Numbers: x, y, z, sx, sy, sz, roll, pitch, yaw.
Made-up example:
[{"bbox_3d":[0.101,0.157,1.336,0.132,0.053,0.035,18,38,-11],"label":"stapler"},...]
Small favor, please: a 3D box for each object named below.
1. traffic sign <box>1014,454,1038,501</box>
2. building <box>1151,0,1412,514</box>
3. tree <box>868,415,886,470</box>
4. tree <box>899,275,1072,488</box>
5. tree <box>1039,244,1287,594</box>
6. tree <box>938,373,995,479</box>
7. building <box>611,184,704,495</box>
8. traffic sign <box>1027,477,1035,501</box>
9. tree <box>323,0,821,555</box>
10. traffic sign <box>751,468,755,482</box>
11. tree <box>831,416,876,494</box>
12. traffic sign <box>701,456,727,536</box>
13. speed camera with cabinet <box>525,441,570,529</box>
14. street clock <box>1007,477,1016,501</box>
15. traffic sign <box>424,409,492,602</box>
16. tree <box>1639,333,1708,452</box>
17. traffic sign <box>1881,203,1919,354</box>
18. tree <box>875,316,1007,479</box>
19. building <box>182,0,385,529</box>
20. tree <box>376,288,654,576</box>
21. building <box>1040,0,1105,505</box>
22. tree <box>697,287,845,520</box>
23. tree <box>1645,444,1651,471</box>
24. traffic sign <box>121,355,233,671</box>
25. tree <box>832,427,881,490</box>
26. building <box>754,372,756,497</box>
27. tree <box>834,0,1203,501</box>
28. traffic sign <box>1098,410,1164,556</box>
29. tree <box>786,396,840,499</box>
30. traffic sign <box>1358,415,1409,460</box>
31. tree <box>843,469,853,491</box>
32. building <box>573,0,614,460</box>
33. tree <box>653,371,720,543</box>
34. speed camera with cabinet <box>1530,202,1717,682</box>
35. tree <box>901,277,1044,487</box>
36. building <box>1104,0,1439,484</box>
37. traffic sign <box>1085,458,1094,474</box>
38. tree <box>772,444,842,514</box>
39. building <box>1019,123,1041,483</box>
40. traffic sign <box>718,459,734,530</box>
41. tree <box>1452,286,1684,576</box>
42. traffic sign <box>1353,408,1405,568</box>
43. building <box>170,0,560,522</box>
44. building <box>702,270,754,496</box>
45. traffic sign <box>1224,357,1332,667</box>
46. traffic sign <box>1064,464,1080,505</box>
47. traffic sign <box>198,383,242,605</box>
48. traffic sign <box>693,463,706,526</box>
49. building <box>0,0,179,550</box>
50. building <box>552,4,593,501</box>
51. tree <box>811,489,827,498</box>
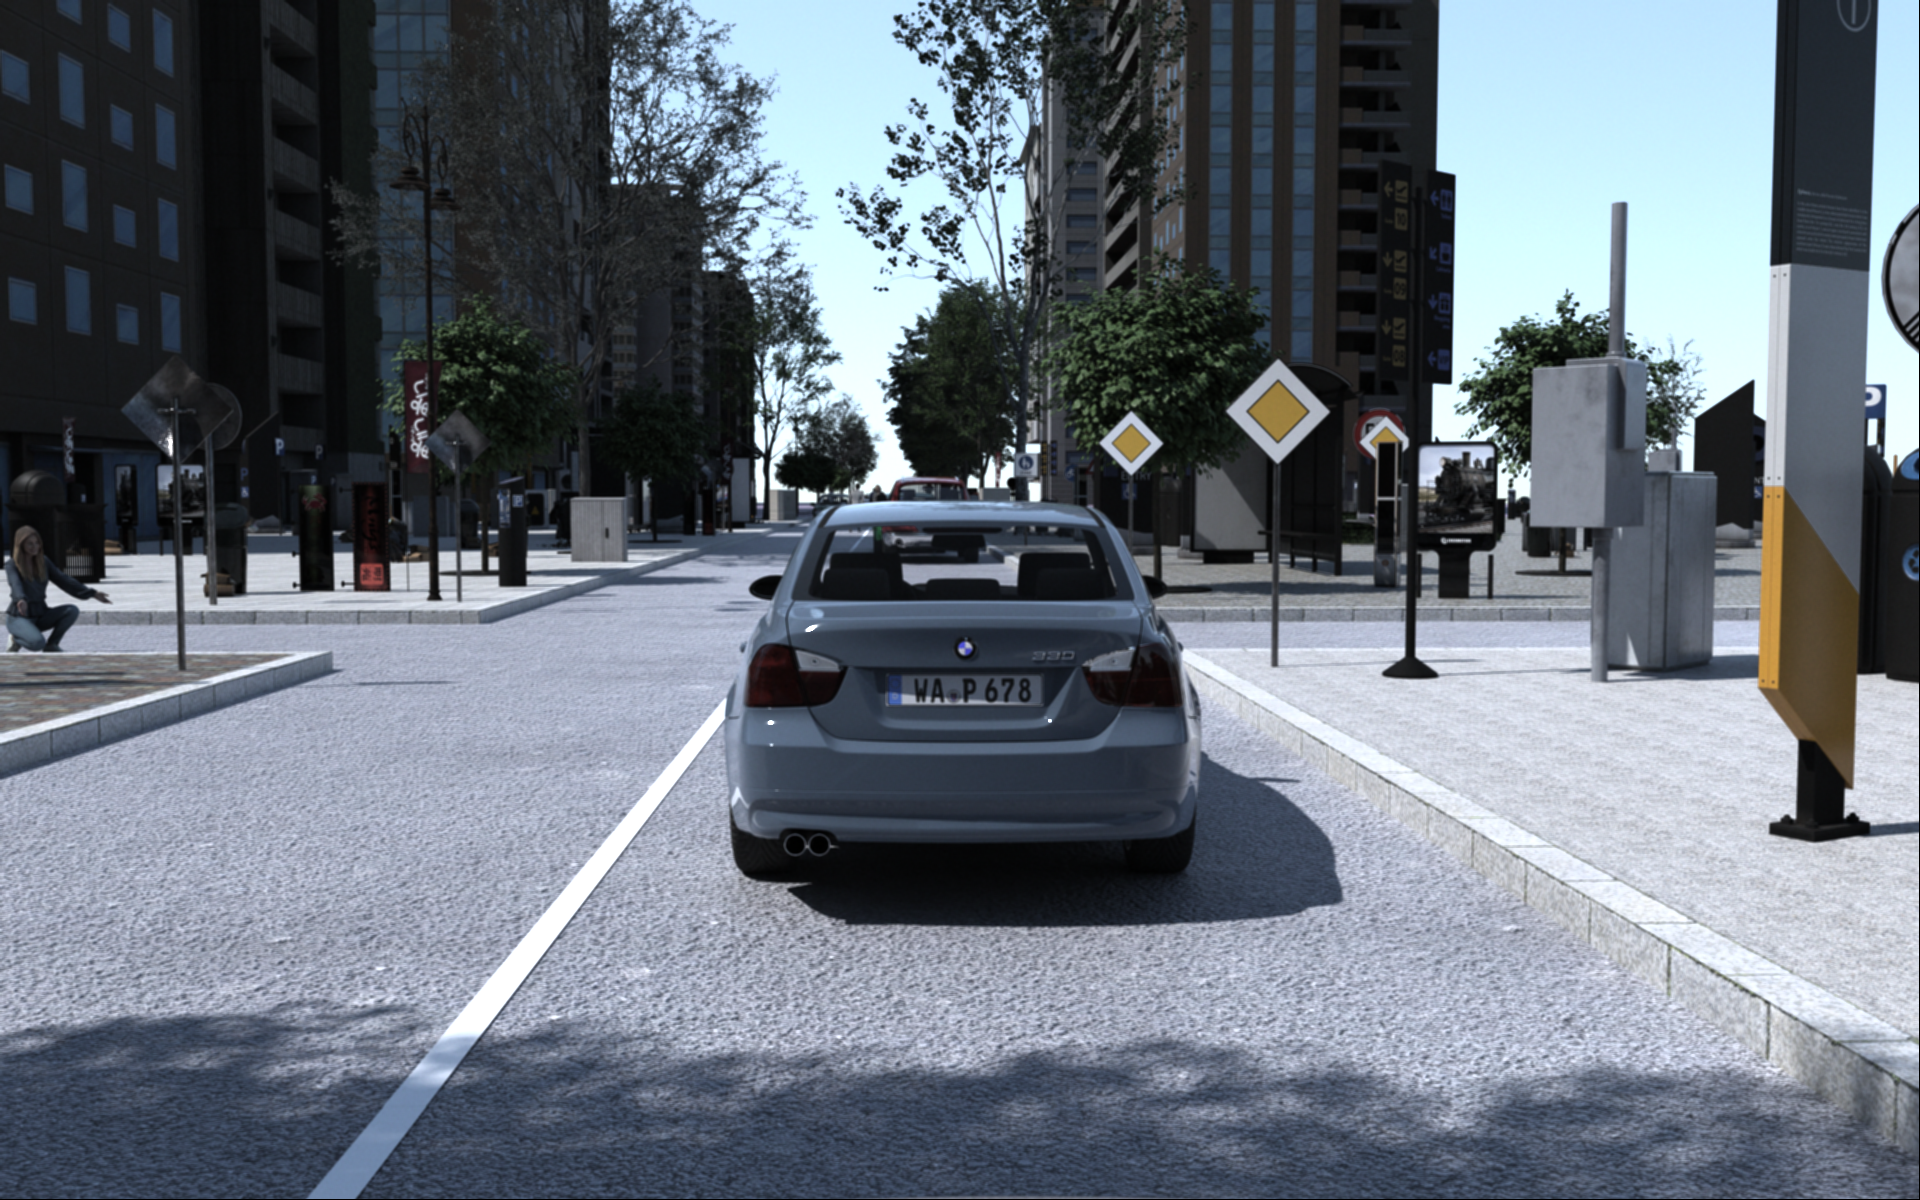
[{"bbox_3d":[1.639,-2.503,43.046,0.606,2.300,0.079,0,4,4],"label":"traffic sign"},{"bbox_3d":[20.571,-28.384,114.196,14.600,45.320,14.200,0,4,-2],"label":"building"},{"bbox_3d":[-13.869,-17.927,203.473,12.009,13.543,11.850,0,3,0],"label":"tree"},{"bbox_3d":[1.187,-9.498,81.052,9.928,11.665,9.643,0,3,0],"label":"tree"},{"bbox_3d":[2.697,-2.398,22.925,4.285,4.588,4.351,0,3,0],"label":"tree"},{"bbox_3d":[0.233,-9.091,98.994,4.737,8.622,4.395,0,3,0],"label":"tree"},{"bbox_3d":[-43.323,-31.342,204.314,32.217,40.220,23.993,0,4,-2],"label":"building"},{"bbox_3d":[2.826,-4.427,72.495,0.768,2.556,0.104,0,4,1],"label":"traffic sign"},{"bbox_3d":[-8.024,-7.727,36.710,12.009,13.543,11.850,0,3,0],"label":"tree"},{"bbox_3d":[-9.774,-4.851,79.416,0.768,2.556,0.104,0,4,7],"label":"traffic sign"},{"bbox_3d":[-15.502,-20.316,250.287,7.486,12.596,7.792,0,3,0],"label":"tree"},{"bbox_3d":[-7.465,-3.141,52.538,0.795,2.450,0.064,0,4,1],"label":"traffic sign"},{"bbox_3d":[-15.107,-4.231,63.521,2.038,3.252,0.660,-2,4,-29],"label":"speed camera with cabinet"},{"bbox_3d":[2.297,-4.327,75.311,0.471,2.002,0.358,2,4,29],"label":"street clock"},{"bbox_3d":[-5.944,-1.032,20.516,0.795,2.450,0.064,0,4,-2],"label":"traffic sign"},{"bbox_3d":[31.959,-7.848,78.675,4.360,8.622,3.978,0,3,0],"label":"tree"},{"bbox_3d":[4.153,-0.432,7.173,0.768,2.556,0.104,0,4,0],"label":"traffic sign"},{"bbox_3d":[-0.876,-12.699,114.287,9.857,13.997,8.962,0,3,0],"label":"tree"},{"bbox_3d":[-30.366,-17.829,63.204,14.160,30.474,14.107,0,4,-2],"label":"building"},{"bbox_3d":[-7.712,-2.689,27.686,4.285,4.588,4.351,0,3,0],"label":"tree"},{"bbox_3d":[20.437,-41.032,212.869,21.231,58.520,28.212,0,4,-2],"label":"building"},{"bbox_3d":[-9.518,-9.779,85.644,9.928,11.665,9.643,0,3,0],"label":"tree"},{"bbox_3d":[21.840,-3.740,55.747,1.663,3.219,1.824,0,3,0],"label":"tree"},{"bbox_3d":[-5.655,-0.544,12.536,0.795,2.450,0.064,0,4,-2],"label":"traffic sign"},{"bbox_3d":[-14.666,-18.417,235.527,8.767,10.594,7.601,1,4,9],"label":"tree"},{"bbox_3d":[-35.768,-28.520,238.001,14.160,30.474,14.107,0,4,-2],"label":"building"},{"bbox_3d":[2.111,-12.357,57.924,12.611,20.169,13.585,0,3,0],"label":"tree"},{"bbox_3d":[2.046,-1.048,20.783,0.795,2.450,0.064,0,4,-2],"label":"traffic sign"},{"bbox_3d":[-10.721,-10.885,128.330,4.360,8.622,3.978,0,3,0],"label":"tree"},{"bbox_3d":[6.243,-1.485,25.465,0.795,2.450,0.064,0,4,3],"label":"traffic sign"},{"bbox_3d":[-10.100,-8.435,121.618,4.285,4.588,4.351,0,3,0],"label":"tree"},{"bbox_3d":[-35.381,-42.394,131.392,20.563,71.187,20.611,0,4,-2],"label":"building"},{"bbox_3d":[-8.093,-3.814,46.077,4.285,4.588,4.351,0,3,0],"label":"tree"},{"bbox_3d":[4.811,-1.110,12.479,0.660,3.252,2.038,3,5,43],"label":"speed camera with cabinet"},{"bbox_3d":[0.656,-10.574,91.008,7.486,12.596,7.792,0,3,0],"label":"tree"},{"bbox_3d":[22.833,-31.092,132.058,21.300,48.544,21.600,0,4,-2],"label":"building"},{"bbox_3d":[3.789,-2.845,46.514,0.884,2.594,0.081,0,4,3],"label":"traffic sign"},{"bbox_3d":[-10.674,-7.976,114.126,4.285,4.588,4.351,0,3,0],"label":"tree"},{"bbox_3d":[23.312,-39.924,241.997,28.713,52.752,27.495,0,4,-2],"label":"building"},{"bbox_3d":[-8.399,-3.753,61.470,0.768,2.556,0.104,0,4,-2],"label":"traffic sign"},{"bbox_3d":[9.608,-2.688,27.660,4.285,4.588,4.351,0,3,0],"label":"tree"},{"bbox_3d":[6.242,-1.576,25.879,0.768,2.556,0.104,0,4,2],"label":"traffic sign"},{"bbox_3d":[-28.247,-26.596,84.954,14.600,45.320,14.200,0,4,-2],"label":"building"},{"bbox_3d":[-34.808,-27.660,223.946,14.160,30.474,14.107,0,4,-2],"label":"building"},{"bbox_3d":[2.334,-0.560,12.803,0.795,2.450,0.064,0,4,-2],"label":"traffic sign"},{"bbox_3d":[4.788,-4.477,73.307,0.768,2.556,0.104,0,4,4],"label":"traffic sign"},{"bbox_3d":[-8.652,-1.216,19.991,0.768,2.556,0.104,0,4,8],"label":"traffic sign"},{"bbox_3d":[-10.732,-4.308,70.541,0.768,2.556,0.104,0,4,3],"label":"traffic sign"},{"bbox_3d":[-28.265,-23.889,40.700,14.600,45.320,14.200,0,4,-2],"label":"building"},{"bbox_3d":[-38.469,-31.717,107.820,28.713,52.752,27.495,0,4,-2],"label":"building"},{"bbox_3d":[-11.411,-8.993,141.633,1.663,3.219,1.824,0,3,0],"label":"tree"}]
